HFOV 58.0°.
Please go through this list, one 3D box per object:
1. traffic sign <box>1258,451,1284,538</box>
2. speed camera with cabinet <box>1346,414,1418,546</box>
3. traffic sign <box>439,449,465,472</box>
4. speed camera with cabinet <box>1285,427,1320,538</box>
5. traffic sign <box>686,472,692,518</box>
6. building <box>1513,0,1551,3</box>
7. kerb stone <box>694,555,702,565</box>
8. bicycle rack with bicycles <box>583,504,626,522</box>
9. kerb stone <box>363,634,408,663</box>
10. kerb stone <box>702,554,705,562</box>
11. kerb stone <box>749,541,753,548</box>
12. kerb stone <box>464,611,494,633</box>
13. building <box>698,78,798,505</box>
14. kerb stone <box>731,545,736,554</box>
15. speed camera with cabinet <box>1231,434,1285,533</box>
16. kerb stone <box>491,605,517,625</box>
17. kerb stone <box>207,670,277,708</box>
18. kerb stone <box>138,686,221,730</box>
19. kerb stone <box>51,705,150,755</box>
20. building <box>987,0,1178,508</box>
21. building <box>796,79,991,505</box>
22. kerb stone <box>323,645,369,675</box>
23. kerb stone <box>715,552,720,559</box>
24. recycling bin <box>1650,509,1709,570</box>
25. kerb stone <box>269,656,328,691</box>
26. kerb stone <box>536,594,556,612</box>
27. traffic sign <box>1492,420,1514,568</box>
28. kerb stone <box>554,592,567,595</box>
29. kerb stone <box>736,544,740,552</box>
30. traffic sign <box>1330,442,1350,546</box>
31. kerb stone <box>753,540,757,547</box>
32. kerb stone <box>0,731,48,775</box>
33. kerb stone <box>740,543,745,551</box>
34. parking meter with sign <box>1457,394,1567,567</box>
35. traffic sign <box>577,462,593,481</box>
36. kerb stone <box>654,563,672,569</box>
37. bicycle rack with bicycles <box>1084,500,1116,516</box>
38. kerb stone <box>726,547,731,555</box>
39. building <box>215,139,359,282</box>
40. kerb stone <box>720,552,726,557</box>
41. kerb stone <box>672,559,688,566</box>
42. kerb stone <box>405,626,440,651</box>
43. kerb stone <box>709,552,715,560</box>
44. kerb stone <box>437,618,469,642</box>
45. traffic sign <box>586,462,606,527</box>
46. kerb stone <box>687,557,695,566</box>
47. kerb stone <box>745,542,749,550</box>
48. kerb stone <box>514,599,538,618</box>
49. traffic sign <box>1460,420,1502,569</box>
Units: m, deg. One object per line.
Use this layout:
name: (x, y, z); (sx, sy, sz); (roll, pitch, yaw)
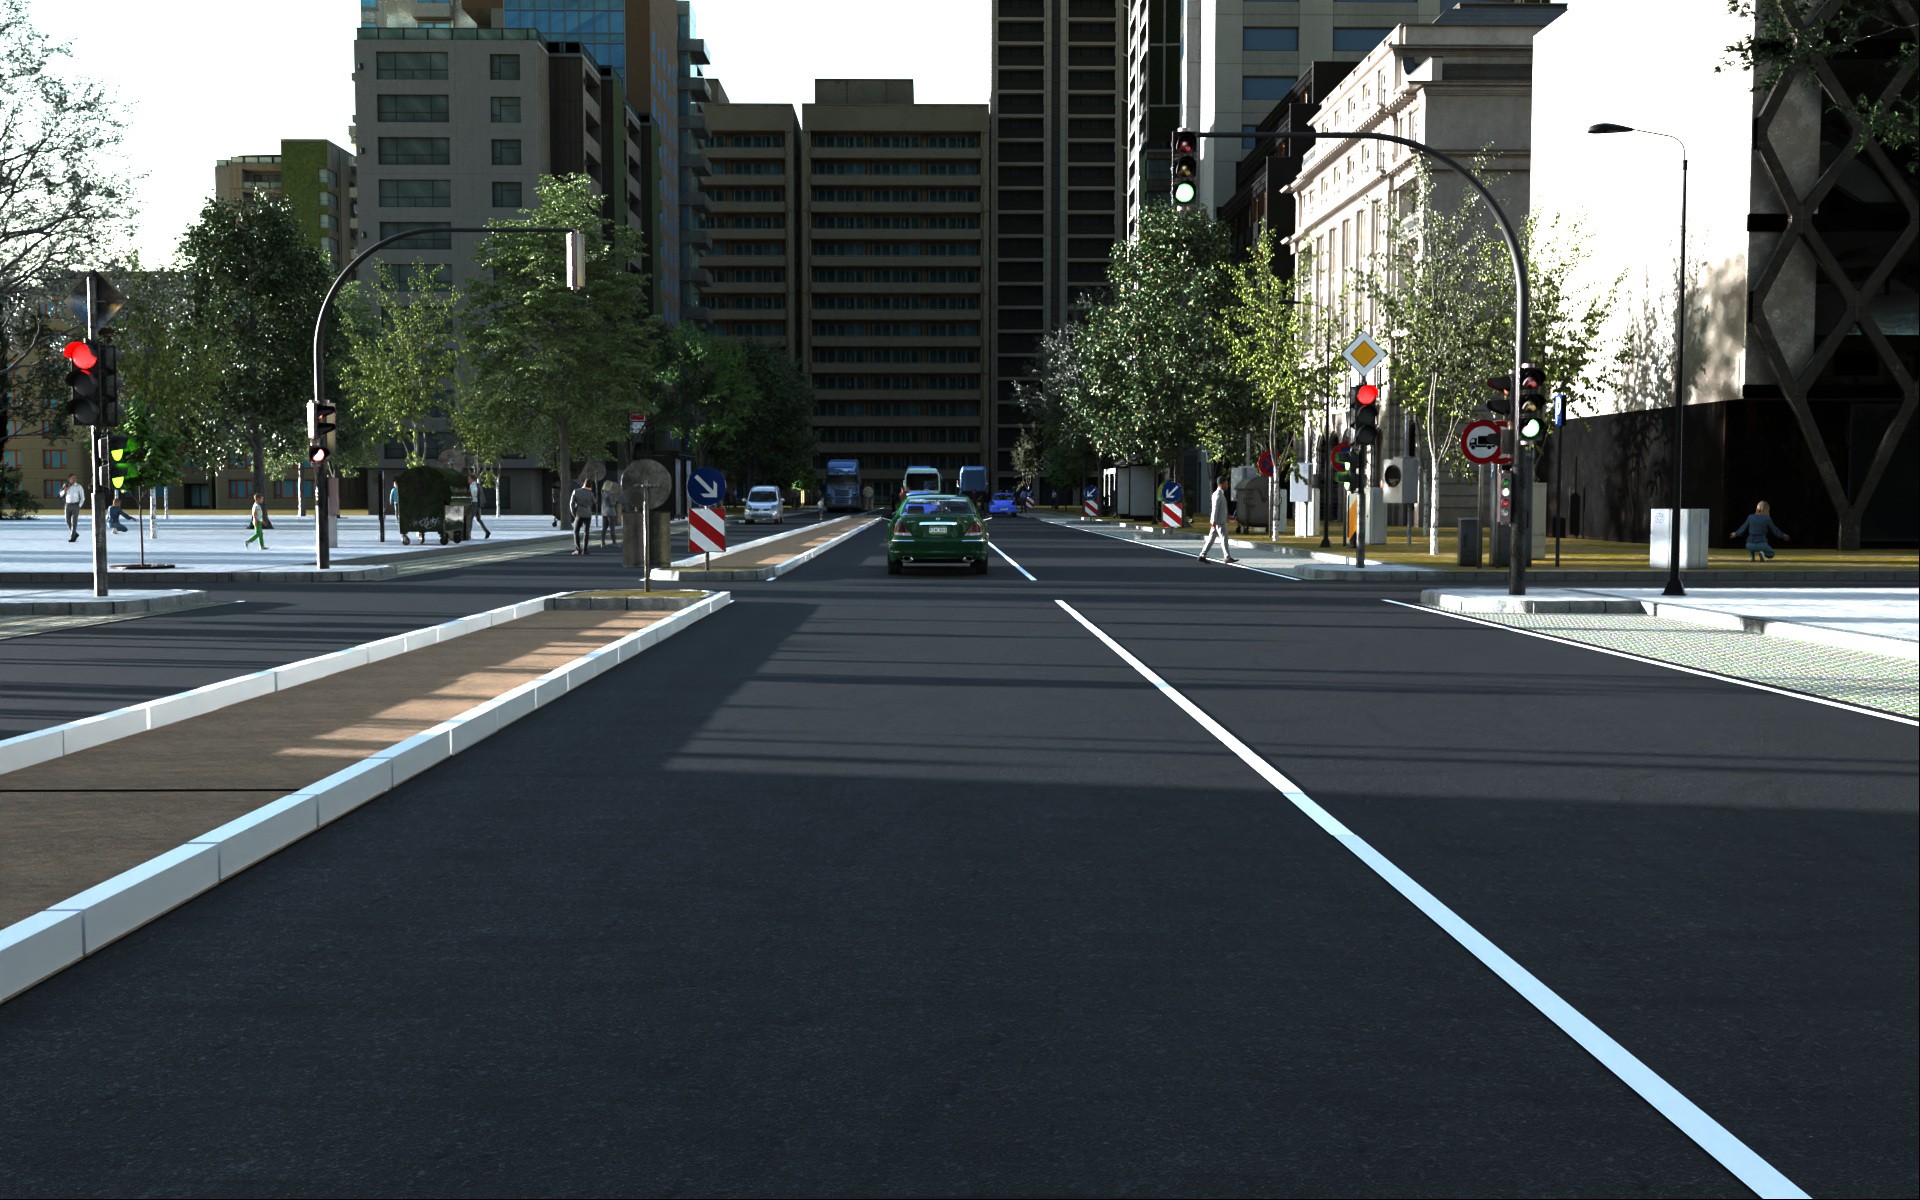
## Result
traffic sign: (9.104, -3.098, 50.751); (0.768, 2.556, 0.104); (0, 4, 2)
speed camera with cabinet: (10.588, -3.012, 43.574); (0.660, 3.252, 2.038); (-2, 4, -30)
traffic sign: (-14.305, -2.972, 48.692); (0.768, 2.556, 0.104); (0, 4, 1)
speed camera with cabinet: (10.323, -3.516, 51.815); (0.660, 3.252, 2.038); (1, 4, 21)
traffic sign: (-14.452, -5.598, 91.637); (0.768, 2.556, 0.104); (0, 4, 1)
building: (59.192, -46.996, 206.644); (20.611, 71.187, 20.563); (0, 4, -1)
kerb stone: (-5.400, -0.782, 35.020); (0.120, 0.150, 1.000); (0, 4, -1)
bicycle rack with bicycles: (-15.200, -3.661, 73.238); (2.852, 0.926, 2.925); (-1, 4, -10)
kerb stone: (-5.036, 0.437, 15.058); (0.120, 0.150, 1.000); (0, 4, -1)
kerb stone: (-5.417, -0.847, 36.042); (0.120, 0.150, 1.000); (0, 4, -1)
kerb stone: (-5.583, -1.410, 45.276); (0.120, 0.150, 1.000); (0, 4, -1)
kerb stone: (-5.097, 0.248, 18.145); (0.120, 0.150, 1.000); (0, 4, -1)
building: (-29.453, -35.605, 205.839); (21.600, 48.544, 21.300); (0, 4, -1)
kerb stone: (-5.500, -1.160, 41.164); (0.120, 0.150, 1.000); (0, 4, -1)
speed camera with cabinet: (9.894, -3.851, 57.302); (2.038, 3.252, 0.660); (-2, 4, -34)
kerb stone: (-5.111, 0.187, 19.171); (0.120, 0.150, 1.000); (0, 4, -1)
kerb stone: (-4.988, 0.625, 11.977); (0.120, 0.150, 1.000); (0, 4, -1)
kerb stone: (-4.957, 0.687, 10.956); (0.120, 0.150, 1.000); (0, 4, -1)
kerb stone: (-4.949, 0.752, 9.934); (0.120, 0.150, 1.000); (0, 4, -1)
building: (13.690, -46.947, 205.842); (20.611, 71.187, 20.563); (0, 4, -1)
building: (-7.411, -35.622, 206.115); (21.600, 48.544, 21.300); (0, 4, -1)
kerb stone: (-5.029, 0.507, 14.034); (0.120, 0.150, 1.000); (0, 4, -1)
kerb stone: (-5.447, -0.972, 38.088); (0.120, 0.150, 1.000); (0, 4, -1)
recycling bin: (12.396, -1.057, 29.843); (0.722, 1.027, 0.722); (-3, 5, -42)
kerb stone: (-4.999, 0.562, 13.005); (0.120, 0.150, 1.000); (0, 4, -1)
kerb stone: (-5.151, 0.062, 21.221); (0.120, 0.150, 1.000); (0, 4, -1)
traffic sign: (9.314, -1.823, 29.912); (0.768, 2.556, 0.104); (1, 4, 8)
kerb stone: (-5.164, 0.005, 22.243); (0.120, 0.150, 1.000); (0, 4, -1)
kerb stone: (-5.526, -1.223, 42.191); (0.120, 0.150, 1.000); (0, 4, -1)
traffic sign: (9.426, -2.584, 42.362); (0.768, 2.556, 0.104); (0, 3, 0)
kerb stone: (-5.598, -1.474, 46.298); (0.120, 0.150, 1.000); (0, 4, -1)
kerb stone: (-4.926, 0.812, 8.912); (0.120, 0.150, 1.000); (0, 4, -1)
kerb stone: (-5.546, -1.286, 43.215); (0.120, 0.150, 1.000); (0, 4, -1)
parking meter with sign: (9.736, -2.101, 30.619); (1.738, 3.016, 0.543); (0, 4, 7)
traffic sign: (-14.980, -4.257, 69.613); (0.884, 2.594, 0.081); (0, 4, 8)
kerb stone: (-5.321, -0.533, 30.918); (0.120, 0.150, 1.000); (0, 4, -1)
bicycle rack with bicycles: (8.458, -5.386, 101.449); (2.925, 0.926, 2.852); (3, 4, 38)
kerb stone: (-5.488, -1.097, 40.137); (0.120, 0.150, 1.000); (0, 4, -1)
building: (-78.002, -31.733, 202.430); (14.086, 41.232, 14.154); (0, 4, -1)
kerb stone: (-5.470, -1.035, 39.113); (0.120, 0.150, 1.000); (0, 4, -1)
kerb stone: (-5.358, -0.655, 32.963); (0.120, 0.150, 1.000); (0, 4, -1)
kerb stone: (-5.054, 0.375, 16.085); (0.120, 0.150, 1.000); (0, 4, -1)
kerb stone: (-5.428, -0.909, 37.064); (0.120, 0.150, 1.000); (0, 4, -1)
kerb stone: (-5.075, 0.317, 17.117); (0.120, 0.150, 1.000); (0, 4, -1)
traffic sign: (-14.232, -4.139, 67.775); (0.768, 2.556, 0.104); (0, 3, 0)
kerb stone: (-5.369, -0.713, 33.991); (0.120, 0.150, 1.000); (0, 4, -1)
kerb stone: (-5.560, -1.348, 44.238); (0.120, 0.150, 1.000); (0, 4, -1)
kerb stone: (-5.127, 0.124, 20.197); (0.120, 0.150, 1.000); (0, 4, -1)
traffic sign: (8.931, -1.810, 29.699); (0.768, 2.556, 0.104); (0, 4, 0)
